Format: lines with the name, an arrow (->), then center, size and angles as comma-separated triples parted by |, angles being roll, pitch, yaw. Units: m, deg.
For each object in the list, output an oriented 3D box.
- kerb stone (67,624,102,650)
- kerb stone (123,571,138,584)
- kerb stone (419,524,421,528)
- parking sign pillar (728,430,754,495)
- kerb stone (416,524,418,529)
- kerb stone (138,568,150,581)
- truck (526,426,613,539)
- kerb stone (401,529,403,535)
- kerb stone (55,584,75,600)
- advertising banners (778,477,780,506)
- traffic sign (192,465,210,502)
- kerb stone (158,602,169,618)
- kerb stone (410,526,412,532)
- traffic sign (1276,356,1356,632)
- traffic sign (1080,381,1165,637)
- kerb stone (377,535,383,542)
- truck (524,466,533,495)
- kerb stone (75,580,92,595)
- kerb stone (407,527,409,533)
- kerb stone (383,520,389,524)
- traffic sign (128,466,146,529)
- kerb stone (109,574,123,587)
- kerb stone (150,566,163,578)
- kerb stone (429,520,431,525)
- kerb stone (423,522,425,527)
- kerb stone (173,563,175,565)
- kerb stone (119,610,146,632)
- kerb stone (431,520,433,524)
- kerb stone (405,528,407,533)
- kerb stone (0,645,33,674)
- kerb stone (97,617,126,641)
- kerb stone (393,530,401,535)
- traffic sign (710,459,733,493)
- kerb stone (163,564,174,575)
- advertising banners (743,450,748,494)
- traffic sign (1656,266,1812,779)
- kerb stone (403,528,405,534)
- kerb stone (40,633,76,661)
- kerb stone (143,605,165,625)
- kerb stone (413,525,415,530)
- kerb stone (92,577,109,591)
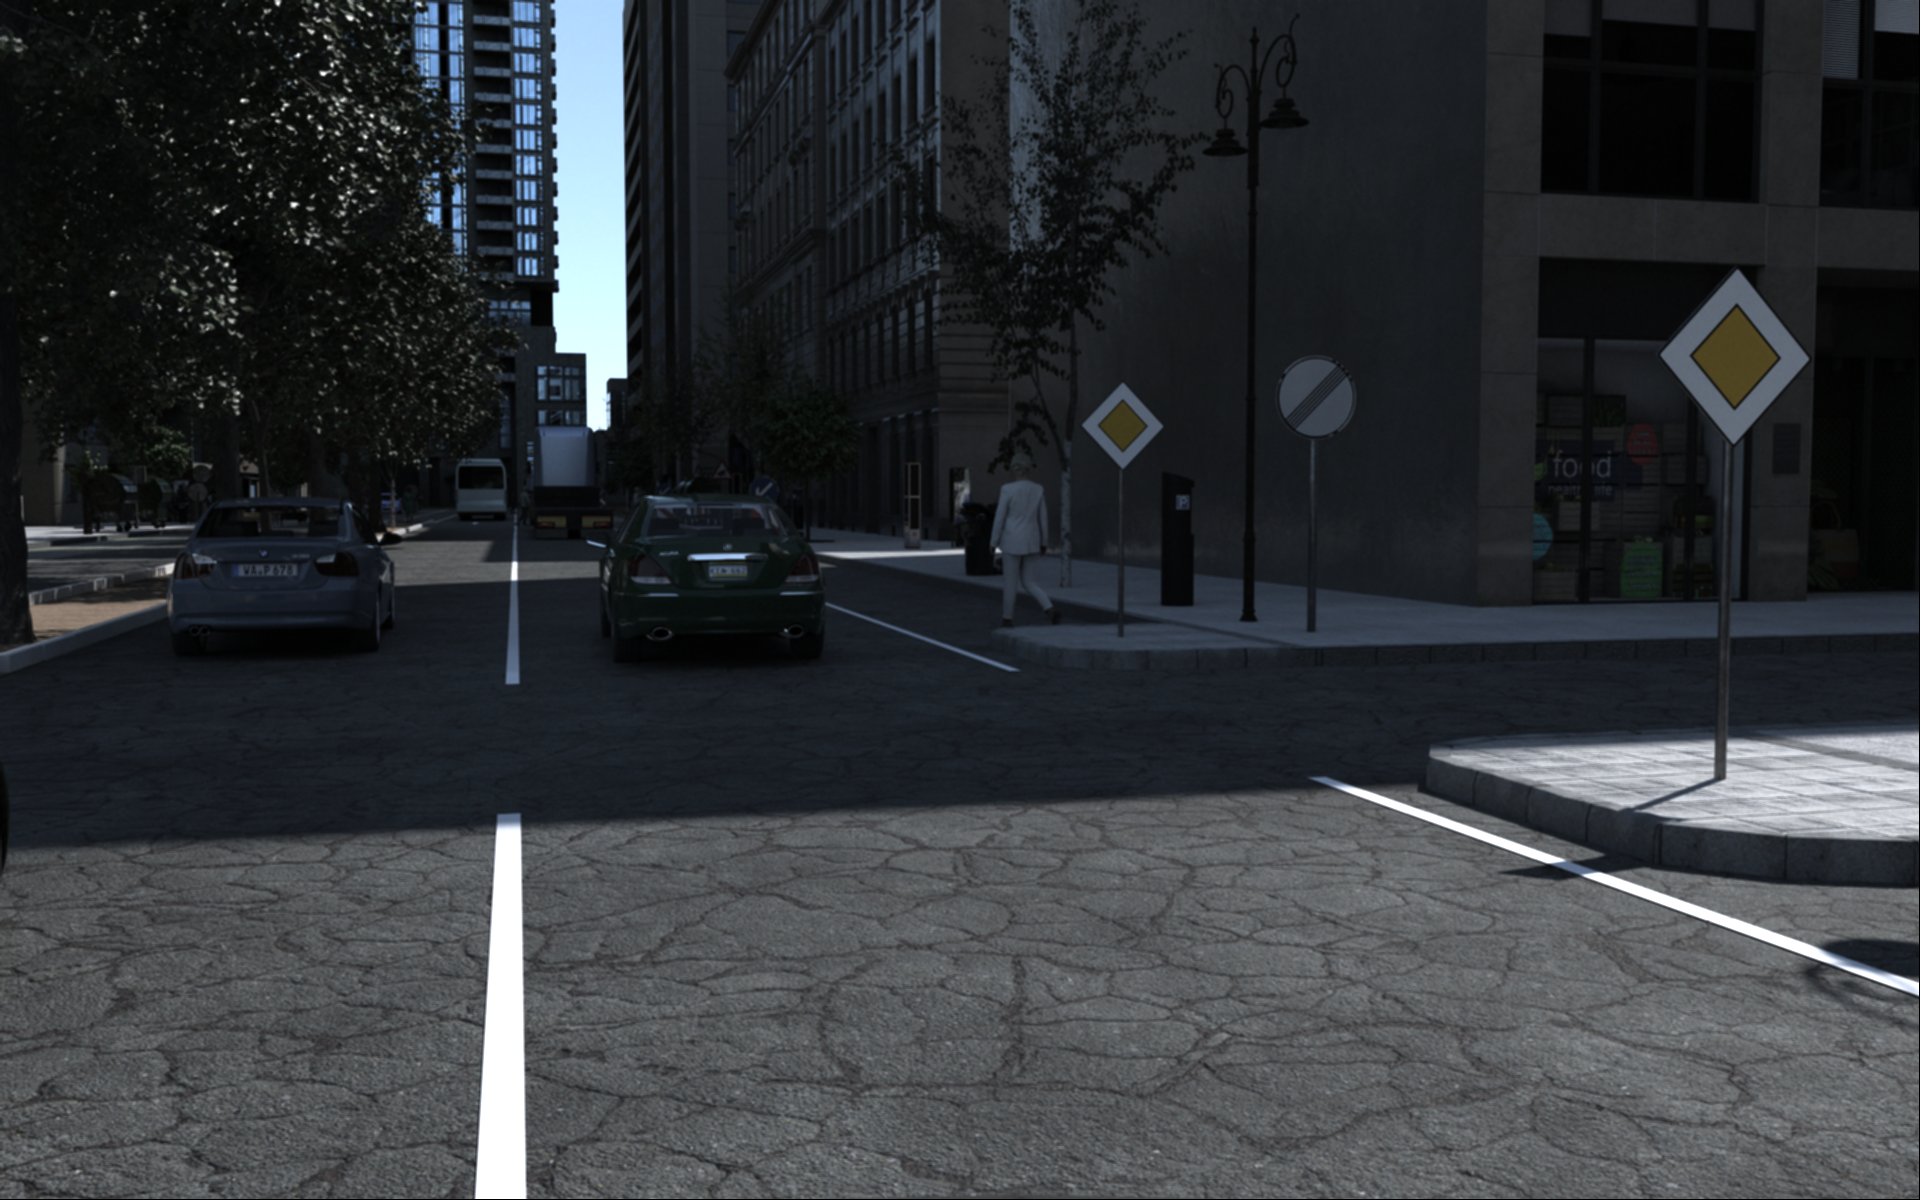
kerb stone -> -8.262, 0.363, 16.267 | 0.120, 0.150, 1.000 | -1, 4, -14
kerb stone -> -13.353, -0.335, 27.676 | 0.120, 0.150, 1.000 | -1, 4, -14
kerb stone -> -22.279, -2.979, 70.907 | 0.120, 0.150, 1.000 | -1, 4, -14
parking sign pillar -> -9.248, -5.189, 73.319 | 1.447, 3.967, 1.447 | 2, 4, 28
kerb stone -> -21.766, -2.858, 68.921 | 0.120, 0.150, 1.000 | -1, 4, -14
kerb stone -> -13.612, -0.396, 28.668 | 0.120, 0.150, 1.000 | -1, 4, -14
truck -> -14.380, -4.508, 63.457 | 2.967, 4.110, 18.799 | -1, 4, -14
kerb stone -> -19.478, -2.312, 59.995 | 0.120, 0.150, 1.000 | -1, 4, -14
kerb stone -> -12.339, -0.092, 23.704 | 0.120, 0.150, 1.000 | -1, 4, -14
advertising banners -> -5.647, -3.530, 53.899 | 0.090, 3.025, 2.074 | 0, 4, -5
traffic sign -> -32.921, -4.592, 75.188 | 0.768, 2.556, 0.104 | -1, 4, -8
kerb stone -> -9.285, 0.120, 20.230 | 0.120, 0.150, 1.000 | -1, 4, -14
kerb stone -> -20.751, -2.615, 64.958 | 0.120, 0.150, 1.000 | -1, 4, -14
traffic sign -> 3.273, -0.976, 16.056 | 0.768, 2.556, 0.104 | -1, 4, -9
traffic sign -> 1.440, -0.724, 15.478 | 0.795, 2.450, 0.064 | -1, 4, -14
kerb stone -> -17.695, -1.886, 53.035 | 0.120, 0.150, 1.000 | -1, 4, -14
truck -> -37.234, -10.023, 153.637 | 2.967, 4.110, 18.799 | -1, 4, -14
kerb stone -> -12.597, -0.153, 24.694 | 0.120, 0.150, 1.000 | -1, 4, -14
kerb stone -> -20.240, -2.494, 62.978 | 0.120, 0.150, 1.000 | -1, 4, -14
kerb stone -> -27.883, -3.801, 84.338 | 0.120, 0.150, 1.000 | -1, 4, -14
traffic sign -> -29.895, -3.718, 62.914 | 0.606, 2.300, 0.079 | 0, 4, -7
kerb stone -> -13.105, -0.274, 26.681 | 0.120, 0.150, 1.000 | -1, 4, -14
kerb stone -> -13.866, -0.455, 29.666 | 0.120, 0.150, 1.000 | -1, 4, -14
kerb stone -> -24.317, -3.467, 78.876 | 0.120, 0.150, 1.000 | -1, 4, -14
kerb stone -> -23.040, -3.160, 73.900 | 0.120, 0.150, 1.000 | -1, 4, -14
kerb stone -> -14.383, -0.579, 31.656 | 0.120, 0.150, 1.000 | -1, 4, -14
kerb stone -> -8.775, 0.242, 18.250 | 0.120, 0.150, 1.000 | -1, 4, -14
kerb stone -> -24.825, -3.588, 80.861 | 0.120, 0.150, 1.000 | -1, 4, -14
kerb stone -> -19.983, -2.434, 61.986 | 0.120, 0.150, 1.000 | -1, 4, -14
kerb stone -> -7.761, 0.486, 14.283 | 0.120, 0.150, 1.000 | -1, 4, -14
kerb stone -> -8.518, 0.302, 17.260 | 0.120, 0.150, 1.000 | -1, 4, -14
kerb stone -> -19.222, -2.250, 58.995 | 0.120, 0.150, 1.000 | -1, 4, -14
traffic sign -> -8.794, -3.919, 64.075 | 0.884, 2.594, 0.081 | -1, 4, -12
kerb stone -> -14.126, -0.514, 30.667 | 0.120, 0.150, 1.000 | -1, 4, -14
advertising banners -> -8.495, -4.434, 68.686 | 0.090, 3.025, 2.074 | 0, 4, -1
traffic sign -> 3.423, -0.251, 7.742 | 0.795, 2.450, 0.064 | -1, 4, -14
kerb stone -> -19.727, -2.373, 60.988 | 0.120, 0.150, 1.000 | -1, 4, -14
kerb stone -> -8.007, 0.427, 15.275 | 0.120, 0.150, 1.000 | -1, 4, -14
kerb stone -> -9.028, 0.186, 19.241 | 0.120, 0.150, 1.000 | -1, 4, -14
kerb stone -> -21.262, -2.735, 66.938 | 0.120, 0.150, 1.000 | -1, 4, -14
kerb stone -> -12.846, -0.213, 25.685 | 0.120, 0.150, 1.000 | -1, 4, -14
